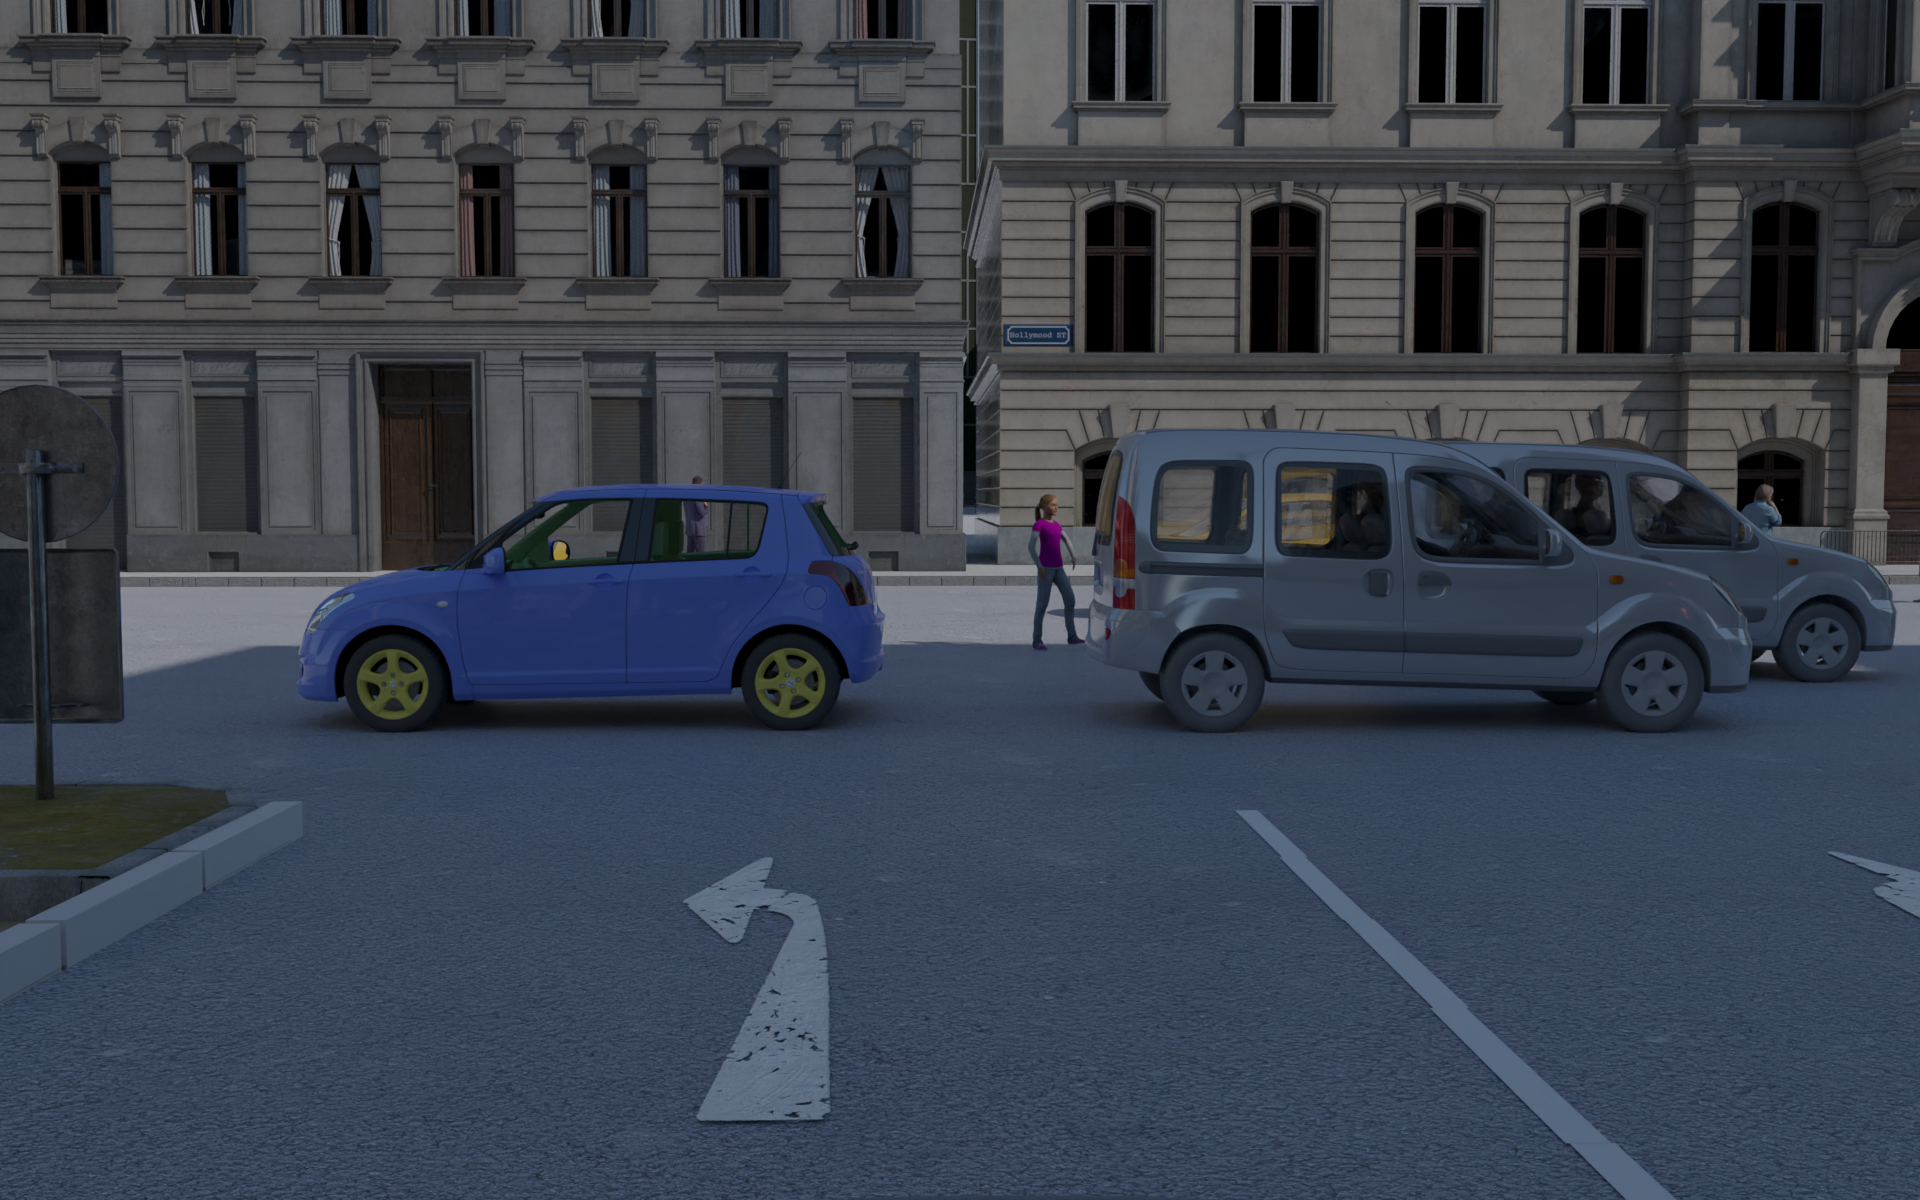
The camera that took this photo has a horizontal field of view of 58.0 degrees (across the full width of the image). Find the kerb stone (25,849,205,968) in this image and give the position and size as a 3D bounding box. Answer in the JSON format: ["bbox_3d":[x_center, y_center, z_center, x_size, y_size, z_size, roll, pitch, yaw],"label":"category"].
[{"bbox_3d":[-2.770,1.010,5.724,0.120,0.150,1.000,0,4,-2],"label":"kerb stone"}]

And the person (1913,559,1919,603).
[{"bbox_3d":[12.894,-0.856,22.719,0.478,1.798,0.641,-3,5,-43],"label":"person"}]

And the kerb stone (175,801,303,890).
[{"bbox_3d":[-2.801,0.948,6.754,0.120,0.150,1.000,0,4,-2],"label":"kerb stone"}]

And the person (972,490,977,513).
[{"bbox_3d":[1.285,-6.967,122.540,0.705,1.807,1.348,-3,5,-43],"label":"person"}]

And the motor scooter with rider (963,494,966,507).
[{"bbox_3d":[0.158,-8.502,147.966,0.876,1.779,1.986,0,4,-1],"label":"motor scooter with rider"}]

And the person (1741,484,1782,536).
[{"bbox_3d":[10.212,-0.697,22.108,0.429,1.552,0.499,1,4,8],"label":"person"}]

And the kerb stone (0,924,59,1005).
[{"bbox_3d":[-2.747,1.076,4.700,0.120,0.150,1.000,0,4,-2],"label":"kerb stone"}]

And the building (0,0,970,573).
[{"bbox_3d":[-8.940,-11.212,32.474,18.267,20.994,9.793,0,4,-2],"label":"building"}]

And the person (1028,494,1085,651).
[{"bbox_3d":[0.942,-0.252,15.855,0.776,1.435,0.726,3,5,43],"label":"person"}]

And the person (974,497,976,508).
[{"bbox_3d":[1.629,-9.978,174.866,0.421,1.427,0.697,0,4,0],"label":"person"}]

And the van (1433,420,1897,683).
[{"bbox_3d":[5.249,-0.420,13.878,4.112,2.044,2.013,0,4,-1],"label":"van"}]

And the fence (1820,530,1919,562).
[{"bbox_3d":[15.099,-0.802,28.493,2.069,0.683,0.278,0,4,-4],"label":"fence"}]

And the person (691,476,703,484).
[{"bbox_3d":[-4.019,-1.037,26.377,0.530,1.710,0.541,-2,4,-24],"label":"person"}]

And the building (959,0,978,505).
[{"bbox_3d":[-8.211,-46.391,196.745,20.611,71.187,20.563,0,4,-2],"label":"building"}]

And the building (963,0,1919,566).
[{"bbox_3d":[17.465,-13.271,36.062,34.723,24.649,14.460,0,4,-2],"label":"building"}]

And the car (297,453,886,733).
[{"bbox_3d":[-2.328,-0.098,11.193,3.694,1.707,1.945,0,4,-2],"label":"car"}]

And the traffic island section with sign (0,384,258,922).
[{"bbox_3d":[-3.847,0.089,6.683,2.006,1.907,1.989,0,4,-2],"label":"traffic island section with sign"}]

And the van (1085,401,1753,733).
[{"bbox_3d":[2.872,-0.251,11.119,4.112,2.044,2.013,0,3,0],"label":"van"}]
